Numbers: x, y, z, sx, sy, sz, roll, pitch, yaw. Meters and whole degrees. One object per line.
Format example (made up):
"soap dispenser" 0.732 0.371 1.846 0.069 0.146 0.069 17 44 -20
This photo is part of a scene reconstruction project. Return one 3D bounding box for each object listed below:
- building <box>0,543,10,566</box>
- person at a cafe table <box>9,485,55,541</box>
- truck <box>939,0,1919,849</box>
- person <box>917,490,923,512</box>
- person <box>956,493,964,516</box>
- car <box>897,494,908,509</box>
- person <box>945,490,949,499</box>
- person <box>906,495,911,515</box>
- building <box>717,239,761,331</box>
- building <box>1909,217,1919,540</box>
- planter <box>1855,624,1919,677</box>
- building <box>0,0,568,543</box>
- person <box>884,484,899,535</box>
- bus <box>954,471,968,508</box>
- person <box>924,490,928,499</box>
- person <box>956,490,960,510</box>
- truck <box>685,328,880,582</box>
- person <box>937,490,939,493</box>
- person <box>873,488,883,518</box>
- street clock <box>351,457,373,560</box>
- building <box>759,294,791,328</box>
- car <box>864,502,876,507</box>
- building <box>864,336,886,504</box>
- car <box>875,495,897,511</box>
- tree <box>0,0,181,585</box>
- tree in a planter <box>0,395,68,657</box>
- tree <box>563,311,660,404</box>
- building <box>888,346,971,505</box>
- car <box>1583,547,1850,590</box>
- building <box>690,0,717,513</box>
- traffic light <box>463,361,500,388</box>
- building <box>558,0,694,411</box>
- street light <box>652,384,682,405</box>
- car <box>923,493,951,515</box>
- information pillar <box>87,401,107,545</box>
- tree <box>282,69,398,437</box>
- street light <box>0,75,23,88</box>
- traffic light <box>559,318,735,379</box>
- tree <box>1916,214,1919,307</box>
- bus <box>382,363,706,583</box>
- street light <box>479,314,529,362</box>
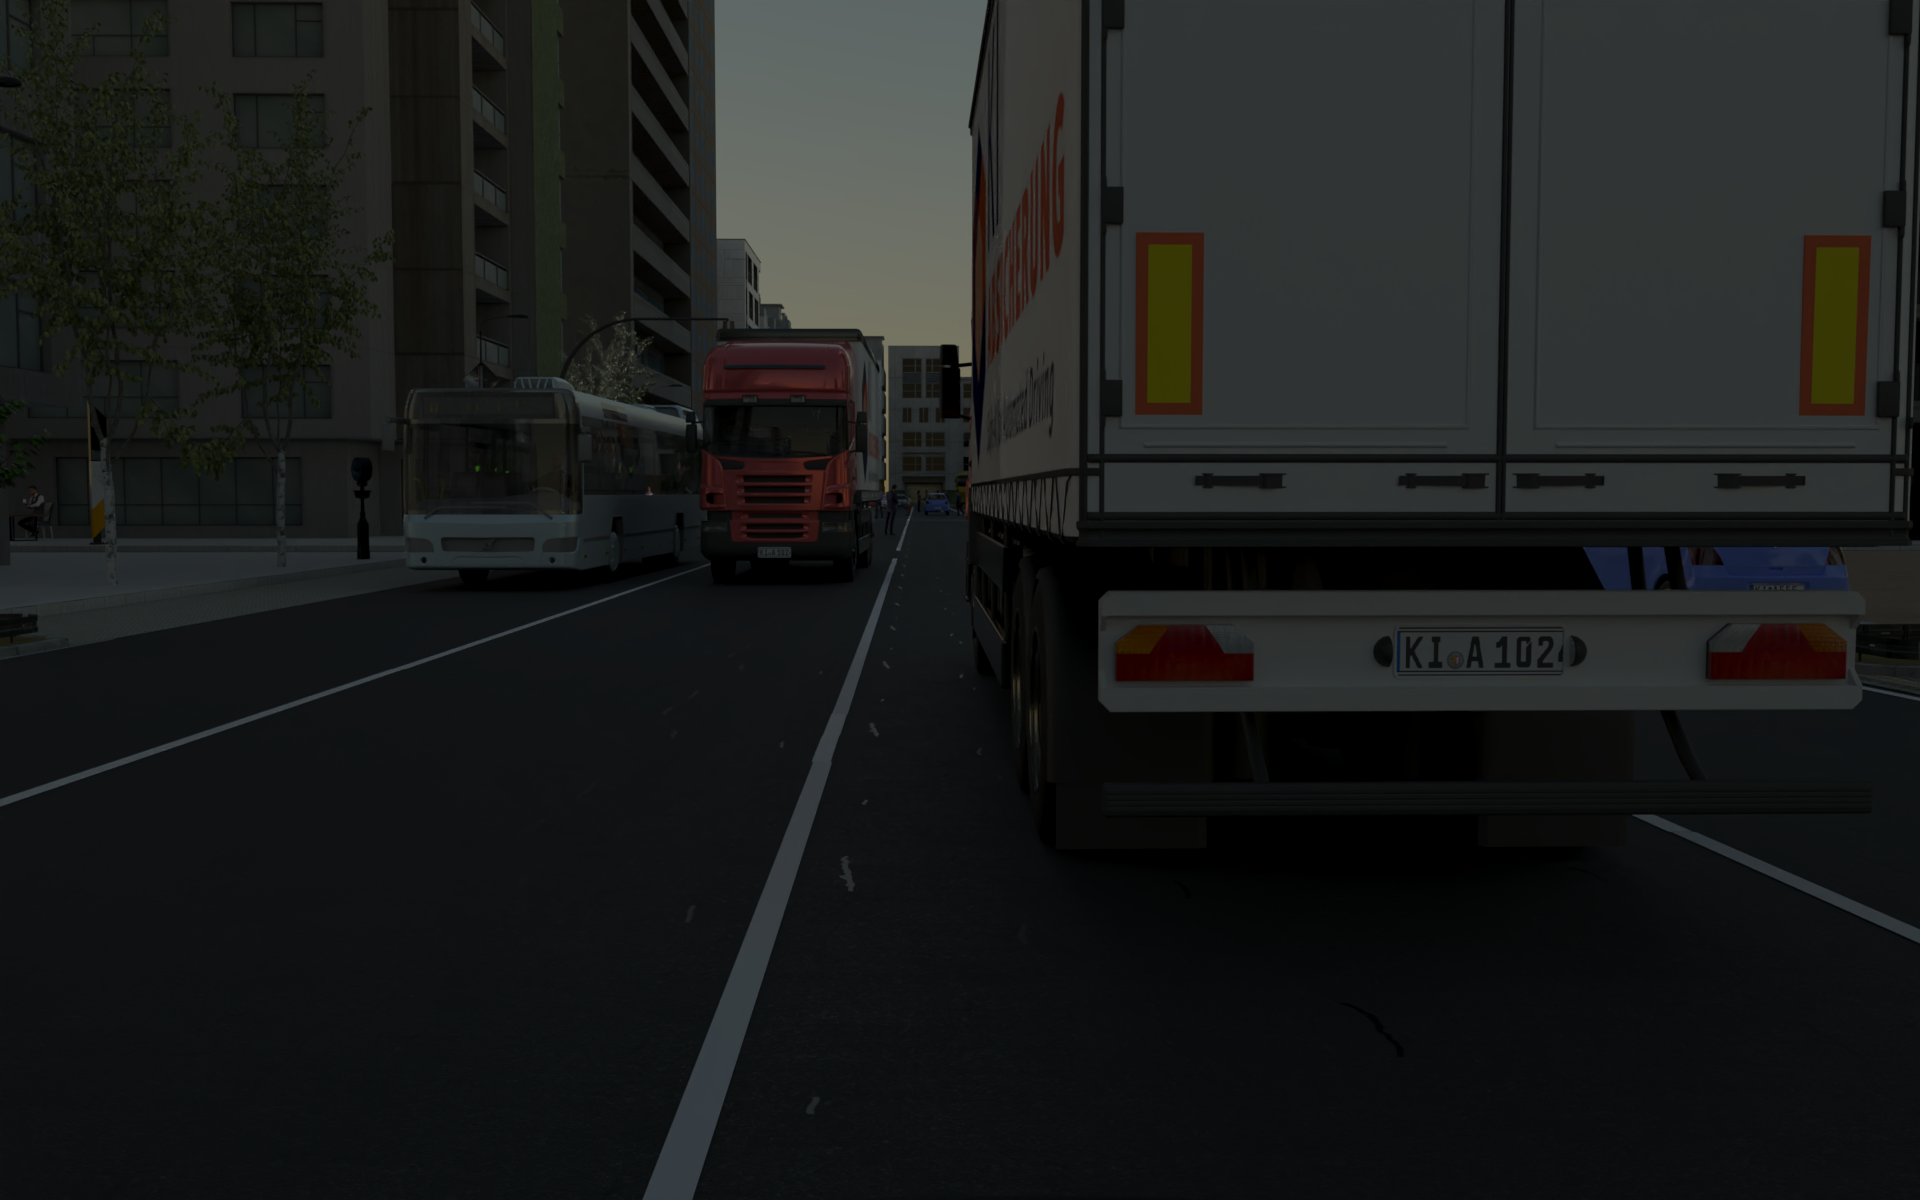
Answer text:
"building" -22.979 -20.978 26.589 14.086 41.232 14.154 0 4 -1
"person at a cafe table" -25.834 -2.398 47.726 1.698 1.524 1.622 2 4 29
"truck" 1.366 -1.316 10.432 2.839 4.237 11.283 0 4 -2
"person" -3.215 -7.941 139.059 0.721 1.735 1.217 1 4 17
"person" -0.080 -6.378 115.472 0.574 1.496 0.600 -2 4 -33
"car" -5.859 -9.420 166.021 2.014 1.417 4.499 0 4 0
"person" -1.187 -8.565 149.067 0.617 1.759 0.750 -1 4 -12
"person" -3.473 -6.332 115.935 0.340 1.345 0.435 1 4 14
"building" -31.043 -17.880 136.311 27.936 21.610 32.646 0 4 -1
"building" 27.461 -37.716 54.908 20.611 71.187 20.563 0 4 -1
"planter" 7.971 0.417 14.326 1.991 0.319 1.994 0 4 -1
"building" -21.067 -22.709 54.891 14.154 41.232 14.086 0 4 -1
"person" -2.365 -3.150 60.453 0.683 1.767 0.568 2 4 34
"bus" 0.796 -11.875 185.703 2.896 3.916 12.252 0 4 -1
"person" -3.429 -10.225 175.677 0.705 1.824 1.348 -1 4 -10
"person" -0.178 -9.096 157.206 0.705 1.826 1.348 0 4 -7
"truck" -2.909 -2.613 31.638 2.839 4.237 11.283 0 4 0
"person" -1.704 -7.986 139.787 0.721 1.735 1.217 3 5 42
"person" -4.818 -5.689 101.391 0.709 1.838 0.599 -2 4 -35
"street clock" -11.724 -1.799 33.989 0.358 2.002 0.471 -3 5 -45
"building" -24.209 -19.171 169.864 16.016 20.091 11.380 0 4 -1
"car" -4.309 -3.531 66.768 2.155 1.783 4.494 0 4 -1
"building" -14.907 -21.836 213.439 11.380 20.091 16.016 0 4 -1
"car" -6.170 -8.097 144.753 2.083 1.381 4.827 0 4 -2
"tree" -11.936 -4.512 24.132 4.737 8.622 4.395 0 3 0
"tree in a planter" -9.298 -1.121 15.552 1.991 3.239 1.994 0 4 -1
"tree" -14.095 -7.246 68.829 4.360 8.622 3.978 0 3 0
"building" 7.001 -21.316 214.965 31.486 18.905 16.747 0 4 -1
"car" 7.697 -0.532 18.291 1.945 1.707 3.694 0 4 -3
"building" -23.277 -28.146 110.300 14.600 45.320 14.200 0 4 -1
"traffic light" -10.092 -2.918 36.637 0.839 4.253 0.868 0 4 -1
"building" -25.156 -28.171 84.297 21.300 48.544 21.600 0 4 -1
"street light" -12.416 -6.159 73.237 1.470 5.913 1.316 0 4 -1
"car" -1.582 -6.639 118.146 1.945 1.707 3.694 0 4 -2
"information pillar" -21.798 -3.208 43.811 0.183 3.616 0.504 2 4 28
"tree" -12.046 -4.905 30.555 4.737 8.622 4.395 0 3 0
"street light" -11.107 -2.863 19.359 1.470 5.913 1.316 0 4 -1
"traffic light" -8.198 -4.284 44.705 4.771 5.953 1.251 0 4 -1
"tree" 10.660 -5.572 25.511 8.767 10.594 7.601 0 4 -7
"bus" -6.788 -2.193 30.715 2.948 3.499 13.247 0 4 0
"street light" -11.787 -4.413 44.687 1.470 5.913 1.316 0 4 -1
